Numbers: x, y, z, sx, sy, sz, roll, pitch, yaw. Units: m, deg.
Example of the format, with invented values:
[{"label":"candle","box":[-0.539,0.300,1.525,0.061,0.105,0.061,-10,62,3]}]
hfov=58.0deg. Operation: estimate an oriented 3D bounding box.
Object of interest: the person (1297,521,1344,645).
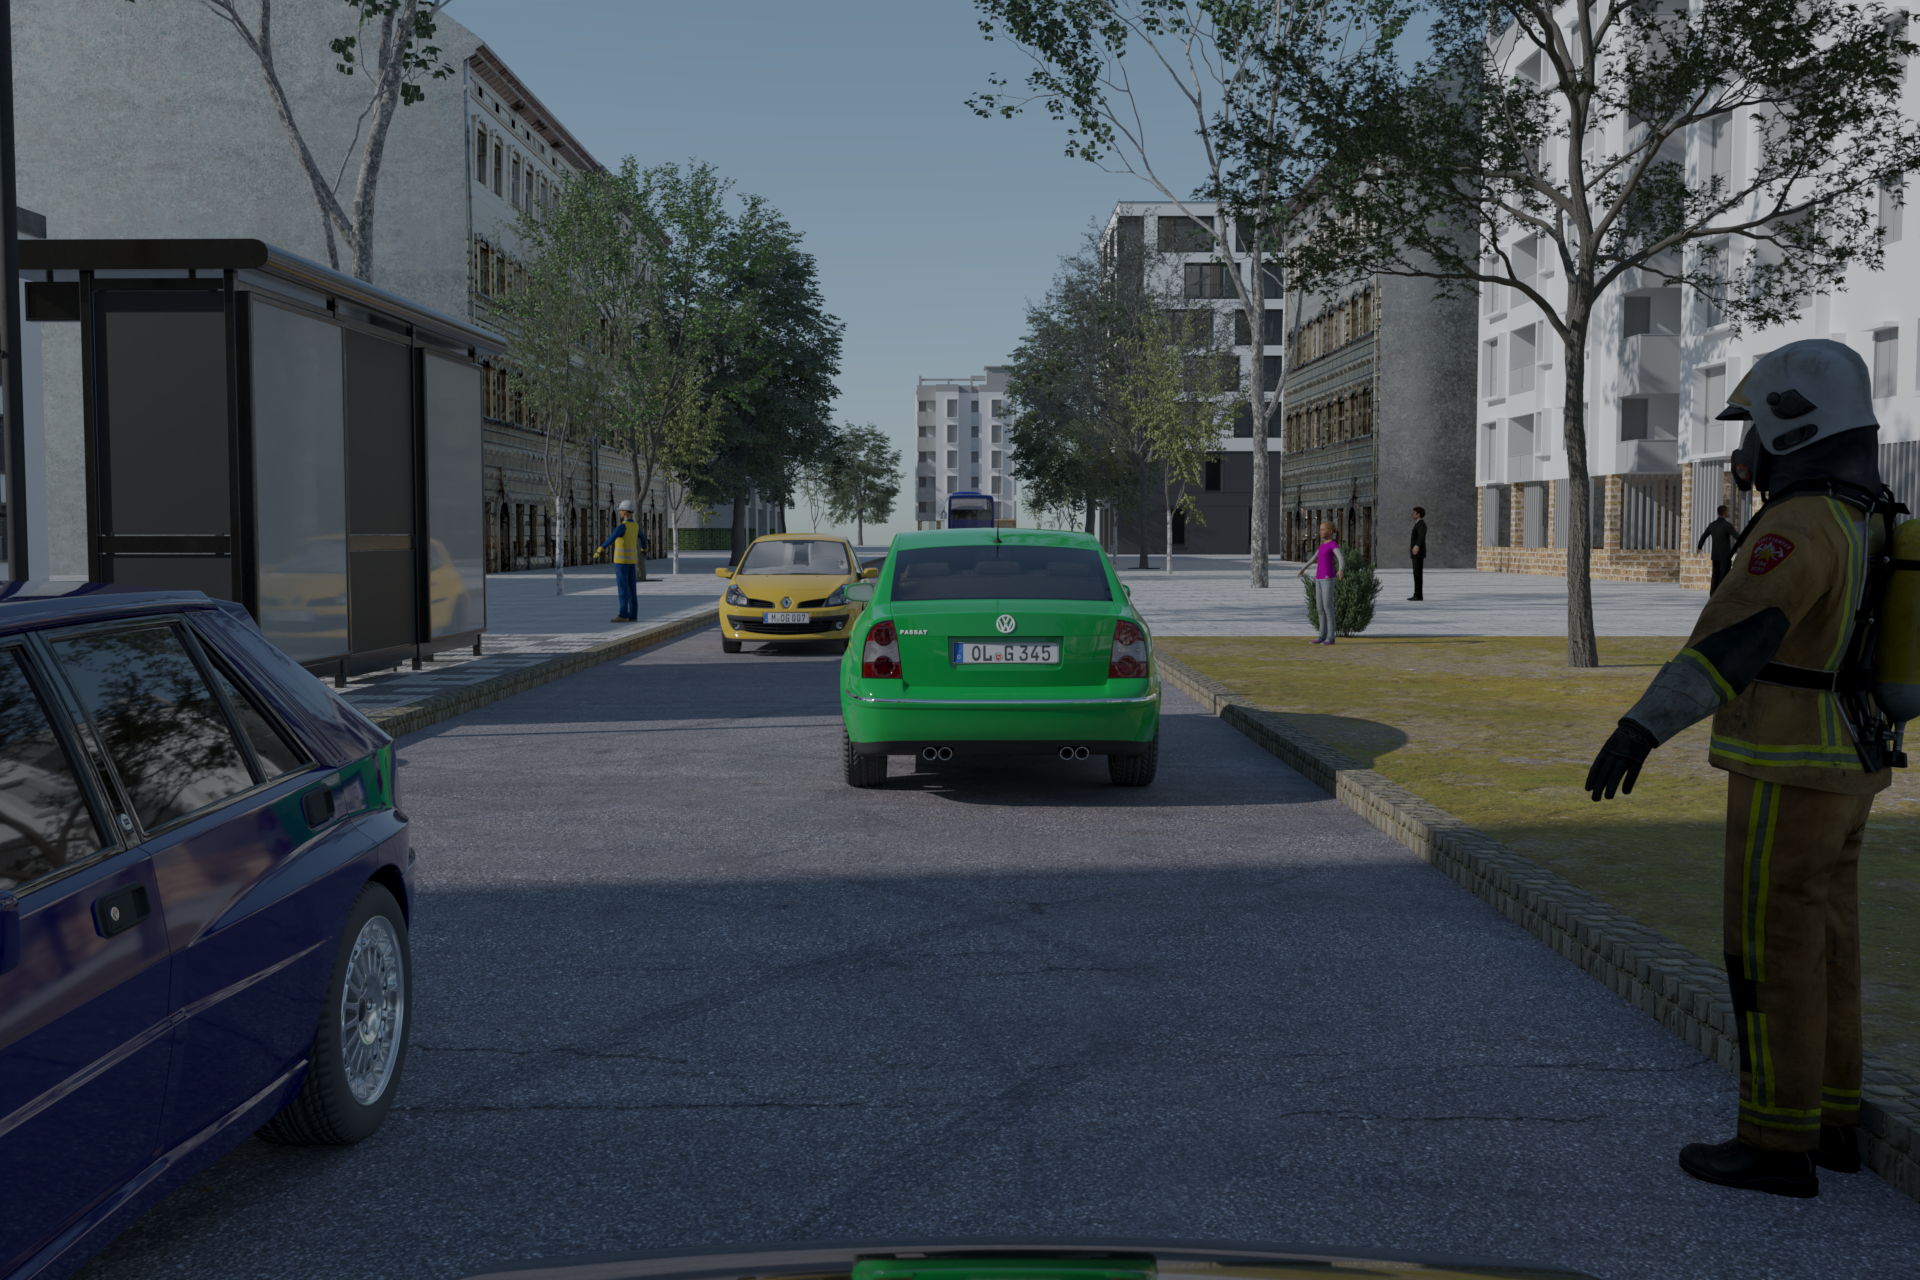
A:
[{"label":"person","box":[4.196,-0.663,20.108,0.599,1.433,0.991,-1,4,-18]}]

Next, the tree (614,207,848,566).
[{"label":"tree","box":[-8.891,-9.925,68.931,9.857,13.997,8.962,0,3,0]}]

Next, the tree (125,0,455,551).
[{"label":"tree","box":[-9.908,-10.371,25.454,12.611,20.169,13.585,0,3,0]}]

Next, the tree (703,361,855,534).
[{"label":"tree","box":[-8.863,-9.274,86.045,8.767,10.594,7.601,-3,5,-43]}]

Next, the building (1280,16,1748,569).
[{"label":"building","box":[24.564,-14.785,72.660,19.493,23.208,18.063,0,4,0]}]

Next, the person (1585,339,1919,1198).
[{"label":"person","box":[1.844,0.267,3.866,1.354,1.858,0.705,-3,5,-41]}]

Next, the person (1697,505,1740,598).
[{"label":"person","box":[13.752,-1.529,31.232,0.704,1.802,1.346,-1,4,-21]}]

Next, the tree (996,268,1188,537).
[{"label":"tree","box":[6.394,-10.847,83.998,9.857,13.997,8.962,0,3,0]}]

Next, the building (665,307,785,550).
[{"label":"building","box":[-25.174,-17.386,150.714,16.747,18.905,31.486,0,4,0]}]

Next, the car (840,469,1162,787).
[{"label":"car","box":[0.200,-0.147,11.198,1.959,1.807,4.718,0,4,-1]}]

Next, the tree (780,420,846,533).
[{"label":"tree","box":[-8.735,-9.425,104.456,4.360,8.622,3.978,0,3,0]}]

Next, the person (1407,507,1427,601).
[{"label":"person","box":[8.780,-1.659,33.309,0.705,1.806,1.347,1,4,11]}]

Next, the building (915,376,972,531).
[{"label":"building","box":[-4.815,-20.805,199.038,11.380,20.090,16.016,0,4,-1]}]

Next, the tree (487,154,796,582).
[{"label":"tree","box":[-8.517,-7.382,46.446,9.928,11.665,9.643,0,3,0]}]

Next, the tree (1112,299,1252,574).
[{"label":"tree","box":[6.884,-6.389,54.829,4.737,8.622,4.395,0,3,0]}]

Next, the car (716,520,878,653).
[{"label":"car","box":[-2.025,-0.723,22.050,2.015,1.641,3.980,0,4,0]}]

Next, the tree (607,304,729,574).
[{"label":"tree","box":[-9.126,-6.404,55.076,4.737,8.622,4.395,0,3,0]}]

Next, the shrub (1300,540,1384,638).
[{"label":"shrub","box":[4.755,-0.639,21.567,1.383,1.207,1.383,0,3,0]}]

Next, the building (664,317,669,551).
[{"label":"building","box":[-27.006,-16.011,118.205,16.016,20.090,11.380,0,4,-1]}]

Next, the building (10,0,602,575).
[{"label":"building","box":[-24.397,-14.147,62.229,19.493,23.208,18.063,0,4,0]}]

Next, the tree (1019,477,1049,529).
[{"label":"tree","box":[8.710,-14.865,193.407,4.737,8.622,4.395,0,3,0]}]

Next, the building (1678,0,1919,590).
[{"label":"building","box":[21.876,-11.118,38.195,16.016,20.090,11.380,0,4,0]}]

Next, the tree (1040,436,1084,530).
[{"label":"tree","box":[6.323,-9.556,106.602,4.737,8.622,4.395,0,3,0]}]

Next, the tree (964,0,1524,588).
[{"label":"tree","box":[6.139,-11.241,39.684,12.611,20.169,13.585,0,3,0]}]

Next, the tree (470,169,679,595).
[{"label":"tree","box":[-8.562,-5.229,35.853,4.360,8.622,3.978,0,3,0]}]

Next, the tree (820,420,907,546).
[{"label":"tree","box":[-11.063,-17.554,193.666,9.857,13.997,8.962,0,3,0]}]

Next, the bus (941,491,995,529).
[{"label":"bus","box":[0.436,-6.598,99.419,2.896,3.916,12.251,0,4,-2]}]

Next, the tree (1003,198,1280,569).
[{"label":"tree","box":[6.698,-9.356,63.333,12.009,13.543,11.850,0,3,0]}]

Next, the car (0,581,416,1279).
[{"label":"car","box":[-2.235,0.597,2.815,1.945,1.354,3.894,0,4,0]}]

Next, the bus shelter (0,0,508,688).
[{"label":"bus shelter","box":[-5.933,-2.215,13.844,2.179,5.291,8.768,0,4,1]}]

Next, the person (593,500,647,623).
[{"label":"person","box":[-4.925,-1.149,25.242,0.721,1.772,1.216,2,4,25]}]

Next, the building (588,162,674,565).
[{"label":"building","box":[-24.421,-15.258,80.401,19.493,23.208,18.063,0,4,0]}]

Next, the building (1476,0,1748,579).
[{"label":"building","box":[22.942,-12.331,58.024,16.016,20.090,11.380,0,4,-1]}]

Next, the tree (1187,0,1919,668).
[{"label":"tree","box":[5.689,-5.020,16.492,7.601,10.594,8.767,0,4,6]}]

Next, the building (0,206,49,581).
[{"label":"building","box":[-24.809,-5.490,31.913,9.099,9.664,28.070,0,4,0]}]

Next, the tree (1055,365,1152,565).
[{"label":"tree","box":[6.712,-7.492,72.860,4.360,8.622,3.978,0,3,0]}]

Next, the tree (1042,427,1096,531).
[{"label":"tree","box":[6.113,-8.850,95.057,4.360,8.622,3.978,0,3,0]}]

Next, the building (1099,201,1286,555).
[{"label":"building","box":[23.651,-17.064,122.975,27.936,21.610,32.646,0,3,0]}]
